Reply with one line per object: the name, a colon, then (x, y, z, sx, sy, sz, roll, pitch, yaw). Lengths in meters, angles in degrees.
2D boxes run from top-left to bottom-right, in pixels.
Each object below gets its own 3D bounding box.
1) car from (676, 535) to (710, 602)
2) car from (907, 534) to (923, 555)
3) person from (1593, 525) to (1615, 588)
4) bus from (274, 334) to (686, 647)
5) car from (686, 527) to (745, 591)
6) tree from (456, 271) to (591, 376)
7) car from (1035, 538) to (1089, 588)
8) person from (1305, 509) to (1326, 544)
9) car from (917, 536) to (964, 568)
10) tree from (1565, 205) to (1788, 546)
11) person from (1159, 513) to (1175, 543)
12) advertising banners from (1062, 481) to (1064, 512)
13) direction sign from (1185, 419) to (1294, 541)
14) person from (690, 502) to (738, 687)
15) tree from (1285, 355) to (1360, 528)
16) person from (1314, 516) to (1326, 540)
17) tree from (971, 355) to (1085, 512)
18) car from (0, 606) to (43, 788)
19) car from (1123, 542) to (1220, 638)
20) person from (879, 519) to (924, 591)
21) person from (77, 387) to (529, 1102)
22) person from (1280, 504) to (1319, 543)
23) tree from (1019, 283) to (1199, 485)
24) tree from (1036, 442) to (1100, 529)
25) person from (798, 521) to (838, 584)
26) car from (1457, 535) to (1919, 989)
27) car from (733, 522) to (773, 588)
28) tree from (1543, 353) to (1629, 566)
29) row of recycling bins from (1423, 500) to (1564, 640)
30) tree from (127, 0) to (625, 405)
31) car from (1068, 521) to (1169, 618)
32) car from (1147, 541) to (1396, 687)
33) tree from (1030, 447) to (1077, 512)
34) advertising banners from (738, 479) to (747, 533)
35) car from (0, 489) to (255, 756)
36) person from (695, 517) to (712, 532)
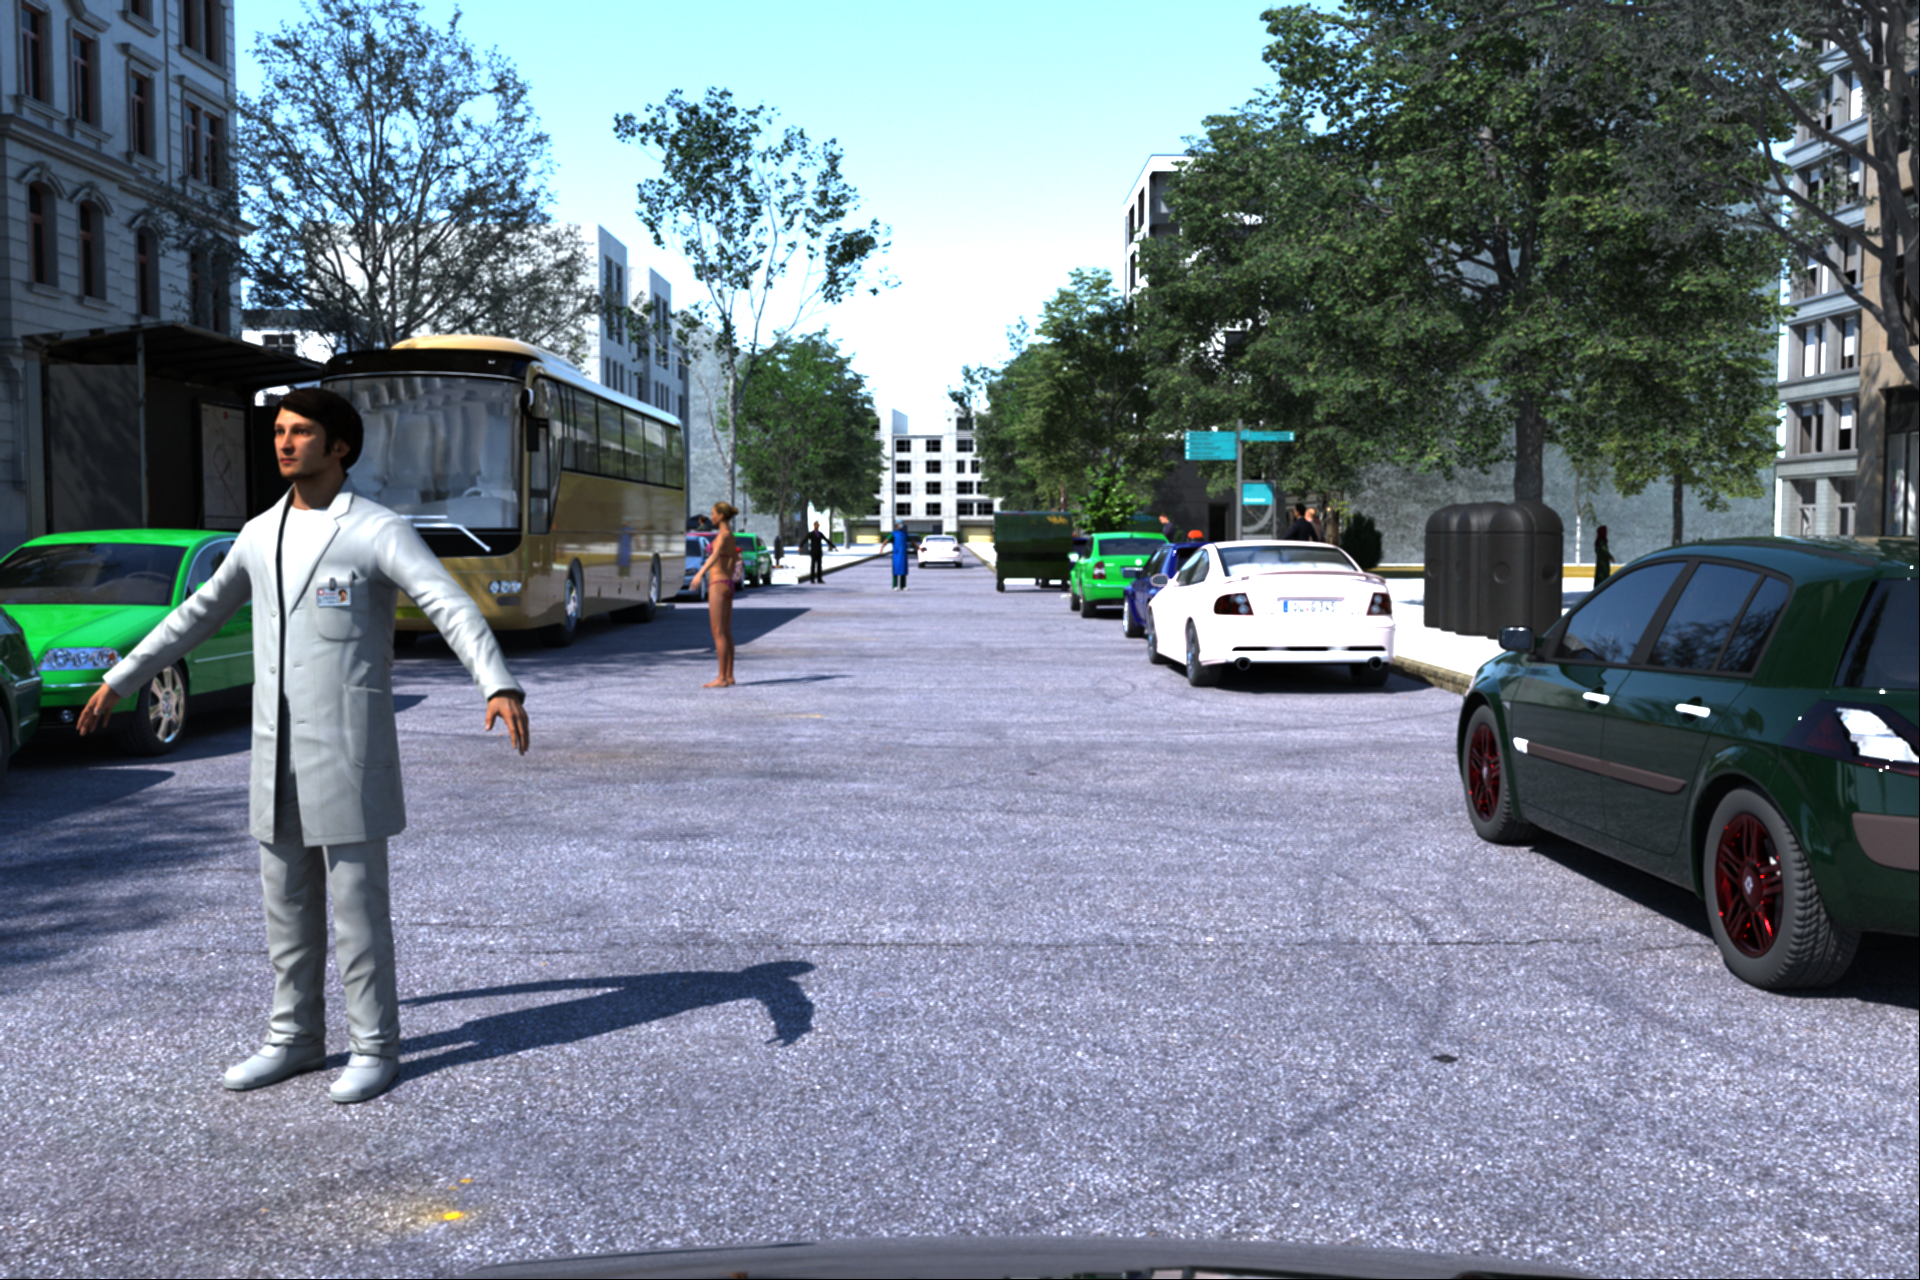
car: (-6.259, -1.582, 37.874, 2.014, 1.417, 4.499, 0, 3, 0)
car: (-3.091, -5.899, 106.236, 2.009, 1.686, 4.222, 0, 4, -1)
person: (11.512, -1.326, 30.890, 0.599, 1.438, 0.989, 0, 4, 7)
bus: (-6.150, -2.056, 25.157, 2.896, 3.916, 12.252, 0, 4, 0)
car: (-6.363, -2.042, 42.422, 2.155, 1.783, 4.494, 0, 4, 0)
tree: (-12.534, -6.038, 49.082, 4.737, 8.622, 4.395, 0, 3, 0)
car: (2.944, -2.103, 46.972, 1.945, 1.354, 3.894, 0, 4, 0)
person: (6.569, -1.604, 32.829, 0.990, 1.755, 0.434, -2, 4, -28)
car: (-0.845, -3.761, 73.847, 2.083, 1.381, 4.827, 0, 4, -1)
tree: (24.700, -8.703, 60.428, 7.486, 12.596, 7.792, 0, 3, 0)
person: (4.695, -2.053, 40.054, 0.568, 1.767, 0.683, -1, 4, -11)
advertising banners: (3.355, -3.776, 57.920, 0.090, 3.025, 2.074, 0, 4, -1)
direction sign: (6.486, -3.115, 39.692, 2.525, 3.948, 1.411, 0, 4, 0)
person: (-2.318, -0.431, 16.311, 0.721, 1.733, 1.217, 0, 4, 7)
tree: (13.357, -6.951, 64.008, 4.737, 8.622, 4.395, 0, 3, 0)
person: (10.184, -2.658, 49.606, 0.704, 1.811, 1.347, -1, 4, -16)
tree: (5.187, -13.195, 122.394, 9.857, 13.997, 8.962, 0, 3, 0)
car: (-5.986, 0.257, 7.590, 2.131, 1.459, 4.920, 0, 3, 0)
car: (3.172, -0.625, 22.794, 1.945, 1.354, 3.894, 0, 4, -2)
person: (-1.517, -2.168, 44.028, 1.347, 1.817, 0.704, -2, 4, -35)
person: (-1.671, 0.254, 4.488, 1.347, 1.806, 0.705, 1, 4, 18)
person: (6.043, -1.521, 30.911, 1.345, 1.823, 0.704, -3, 5, -41)
tree: (5.838, -7.914, 63.808, 7.601, 10.594, 8.767, -1, 4, -15)
tree: (6.222, -9.471, 105.217, 4.737, 8.622, 4.395, 0, 3, 0)
person: (-4.152, -2.542, 50.239, 1.346, 1.802, 0.704, -3, 4, -36)
car: (3.304, 0.179, 6.858, 2.009, 1.686, 4.222, 0, 4, -1)
car: (-6.234, -2.379, 47.698, 1.959, 1.807, 4.718, 0, 3, 0)
tree: (24.502, -7.261, 69.087, 4.360, 8.622, 3.978, 0, 3, 0)
row of recycling bins: (6.794, -0.932, 22.351, 1.069, 1.692, 3.534, 0, 4, -1)
tree: (-12.469, -7.786, 37.673, 12.009, 13.543, 11.850, 0, 3, 0)
car: (2.943, -1.354, 30.927, 1.959, 1.807, 4.718, 0, 4, 0)
car: (3.054, -0.324, 17.652, 2.083, 1.381, 4.827, 0, 4, -1)
tree: (6.132, -9.822, 110.956, 4.737, 8.622, 4.395, 0, 3, 0)
advertising banners: (-6.878, -3.588, 54.850, 0.090, 3.025, 2.074, 0, 4, -1)
car: (-6.011, -0.230, 12.563, 1.959, 1.807, 4.718, 0, 4, 0)
person: (-7.604, -2.743, 51.113, 0.705, 1.796, 1.348, 3, 5, 40)
